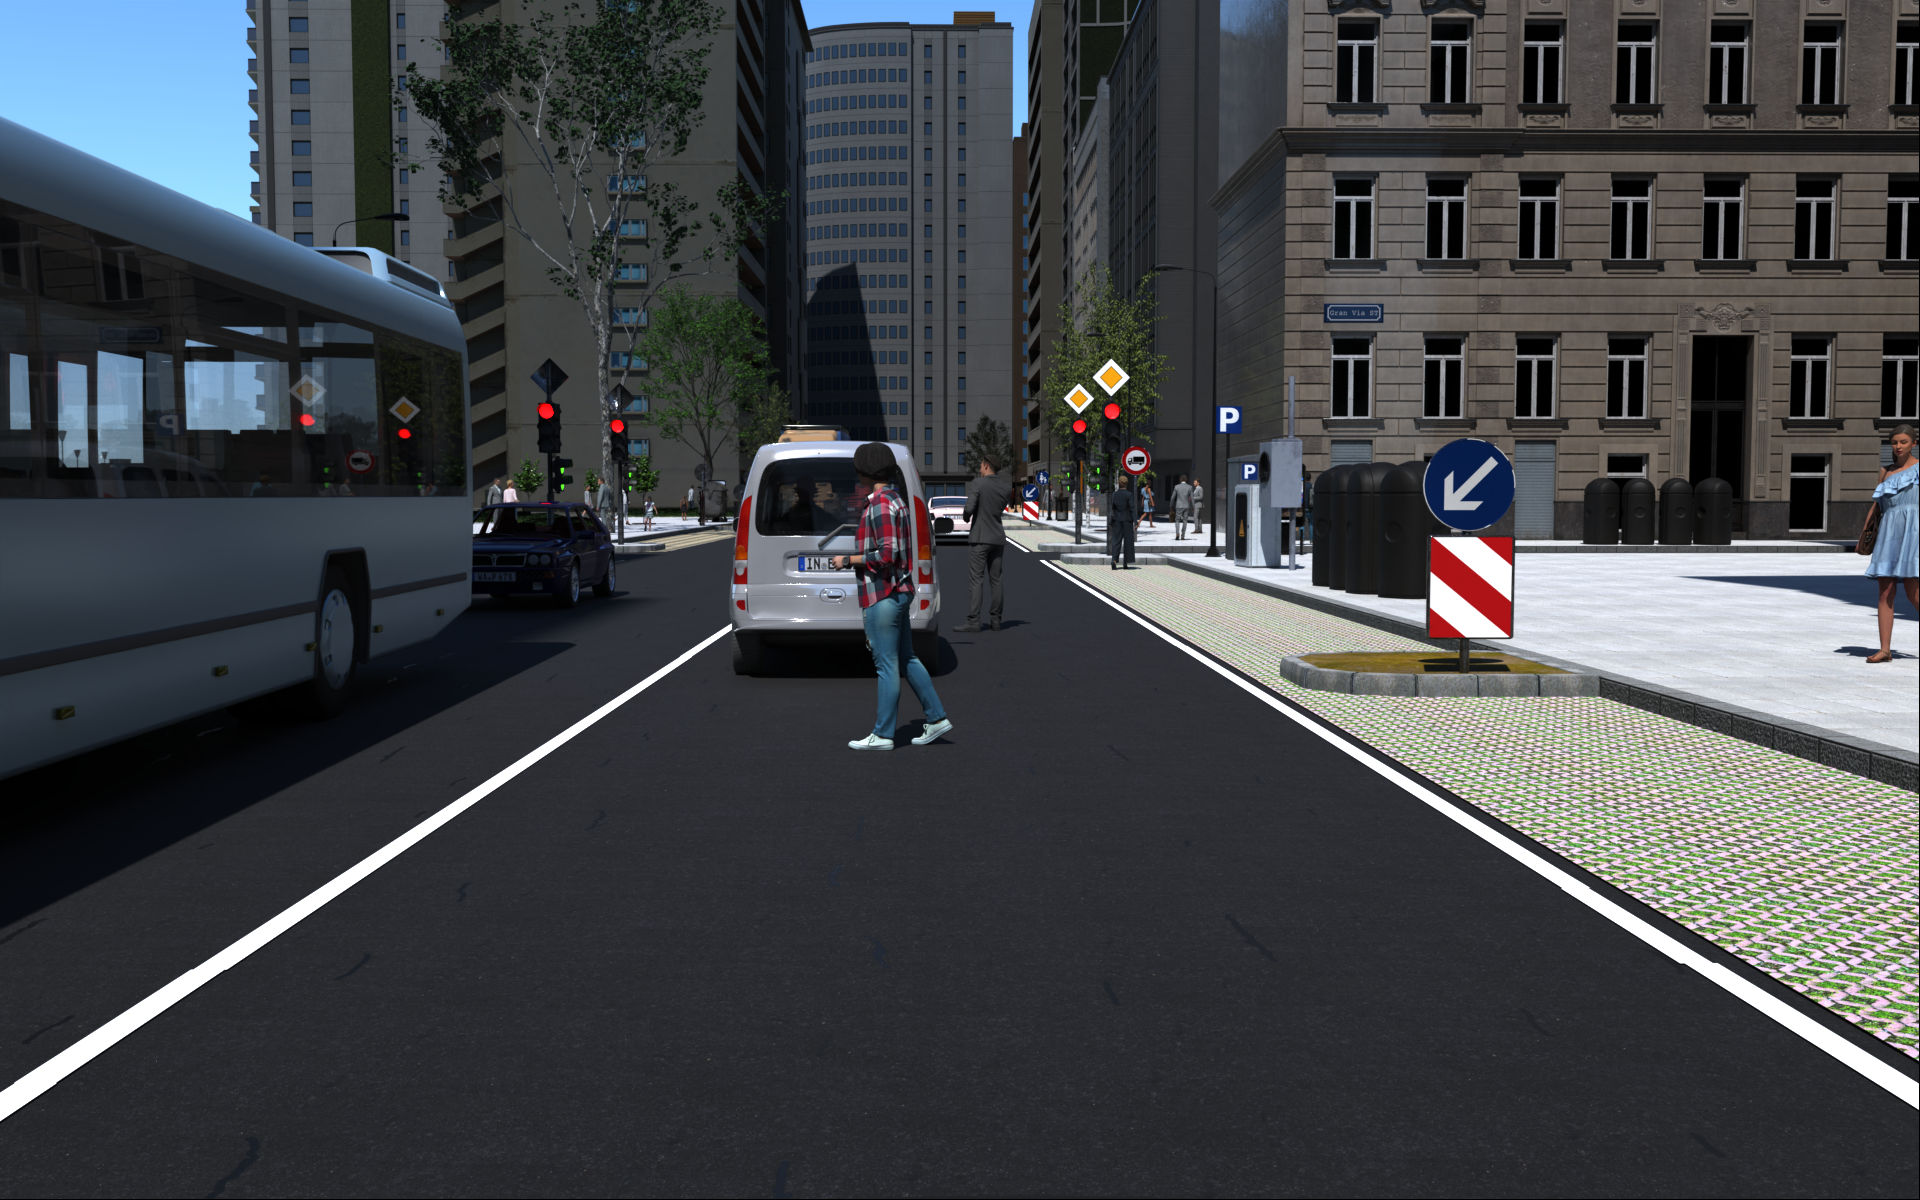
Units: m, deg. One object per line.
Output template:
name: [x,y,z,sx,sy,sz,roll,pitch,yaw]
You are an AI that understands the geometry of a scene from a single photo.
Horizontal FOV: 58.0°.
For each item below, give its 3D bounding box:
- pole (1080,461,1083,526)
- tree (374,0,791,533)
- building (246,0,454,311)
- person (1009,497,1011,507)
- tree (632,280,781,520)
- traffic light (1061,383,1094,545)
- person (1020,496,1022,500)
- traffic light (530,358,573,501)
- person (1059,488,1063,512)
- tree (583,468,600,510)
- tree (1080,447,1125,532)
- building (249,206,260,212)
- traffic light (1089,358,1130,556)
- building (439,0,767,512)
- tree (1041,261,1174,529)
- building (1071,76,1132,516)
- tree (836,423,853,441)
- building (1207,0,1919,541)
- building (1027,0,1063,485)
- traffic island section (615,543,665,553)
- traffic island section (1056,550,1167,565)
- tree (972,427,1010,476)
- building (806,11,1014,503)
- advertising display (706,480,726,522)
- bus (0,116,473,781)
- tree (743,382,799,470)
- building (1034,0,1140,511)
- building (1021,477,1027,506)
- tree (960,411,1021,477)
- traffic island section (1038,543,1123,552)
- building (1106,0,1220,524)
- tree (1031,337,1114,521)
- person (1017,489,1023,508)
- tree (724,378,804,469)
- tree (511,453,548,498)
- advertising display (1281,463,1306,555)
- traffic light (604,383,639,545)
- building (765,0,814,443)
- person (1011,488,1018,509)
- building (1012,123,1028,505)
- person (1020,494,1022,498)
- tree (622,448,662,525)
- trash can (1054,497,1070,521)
pole: [4.856,-4.660,70.041,0.158,3.312,0.155,0,3,0]
tree: [-11.796,-12.173,54.914,12.611,20.169,13.585,0,3,0]
building: [-57.521,-39.053,180.518,28.212,58.520,21.231,0,4,-1]
person: [4.767,-9.723,165.937,0.541,1.710,0.530,-3,4,-36]
tree: [-12.366,-9.731,84.859,9.928,11.665,9.643,0,3,0]
traffic light: [2.987,-3.366,43.952,0.839,4.253,0.868,0,4,-1]
person: [5.670,-8.867,151.576,0.990,1.755,0.434,3,4,39]
traffic light: [-8.452,-2.866,35.778,0.839,4.253,0.868,0,4,-1]
person: [7.093,-7.082,122.552,0.721,1.735,1.217,-1,4,-10]
tree: [-24.734,-7.417,115.877,1.663,3.219,1.824,0,3,0]
tree: [5.190,-3.991,59.846,1.663,3.219,1.824,0,3,0]
building: [-73.483,-32.317,220.261,23.993,40.220,32.217,0,4,-1]
traffic light: [3.108,-2.878,35.968,0.839,4.253,0.868,0,4,-1]
building: [-26.156,-30.917,129.196,21.300,48.544,21.600,0,4,-1]
tree: [4.826,-6.344,54.090,4.737,8.622,4.395,0,3,0]
building: [13.793,-17.755,108.313,12.078,24.808,19.932,0,4,-1]
tree: [-12.853,-14.003,179.303,4.360,8.622,3.978,0,3,0]
building: [20.849,-15.618,52.614,25.104,27.353,12.463,0,4,-1]
building: [17.280,-32.525,155.489,21.300,48.544,21.600,0,4,-1]
traffic island section: [-8.612,-1.322,43.897,2.009,0.180,2.903,0,4,-1]
traffic island section: [3.148,-0.844,36.083,2.009,0.180,2.903,0,4,-1]
tree: [3.503,-14.615,189.320,4.360,8.622,3.978,0,3,0]
building: [-7.917,-41.196,215.561,28.212,58.520,21.231,0,4,-1]
advertising display: [-11.309,-4.583,80.140,0.974,1.923,0.123,-2,4,-26]
bus: [-5.048,-0.791,7.790,2.948,3.499,13.247,0,4,-3]
tree: [-12.610,-10.005,113.947,4.737,8.622,4.395,0,3,0]
building: [16.674,-42.536,133.720,20.563,71.187,20.611,0,4,-1]
building: [22.703,-29.796,179.045,32.217,40.220,23.993,0,4,-1]
tree: [3.484,-16.004,196.083,7.601,10.594,8.767,0,4,5]
traffic island section: [3.028,-1.332,44.067,2.009,0.180,2.903,0,4,-1]
building: [15.383,-17.851,85.367,14.314,27.812,24.014,0,4,-1]
tree: [5.338,-7.969,80.654,4.360,8.622,3.978,0,3,0]
person: [5.565,-9.288,158.425,1.217,1.766,0.721,-2,4,-35]
tree: [-12.327,-9.549,106.495,4.360,8.622,3.978,0,3,0]
tree: [-20.495,-5.346,82.015,1.663,3.219,1.824,0,3,0]
advertising display: [6.781,-1.912,36.475,0.974,1.923,0.123,1,4,23]
traffic light: [-8.572,-3.354,43.762,0.839,4.253,0.868,0,4,-1]
building: [-29.572,-35.937,176.816,27.495,52.752,28.713,0,4,-1]
person: [4.508,-8.629,147.096,0.705,1.831,1.348,3,4,36]
building: [13.348,-34.380,212.229,14.200,45.320,14.600,0,4,-1]
person: [4.789,-7.265,124.959,1.348,1.807,0.705,3,5,40]
tree: [-13.321,-4.811,73.269,1.663,3.219,1.824,0,3,0]
trash can: [4.828,-4.306,82.061,0.748,1.137,0.748,0,3,0]
